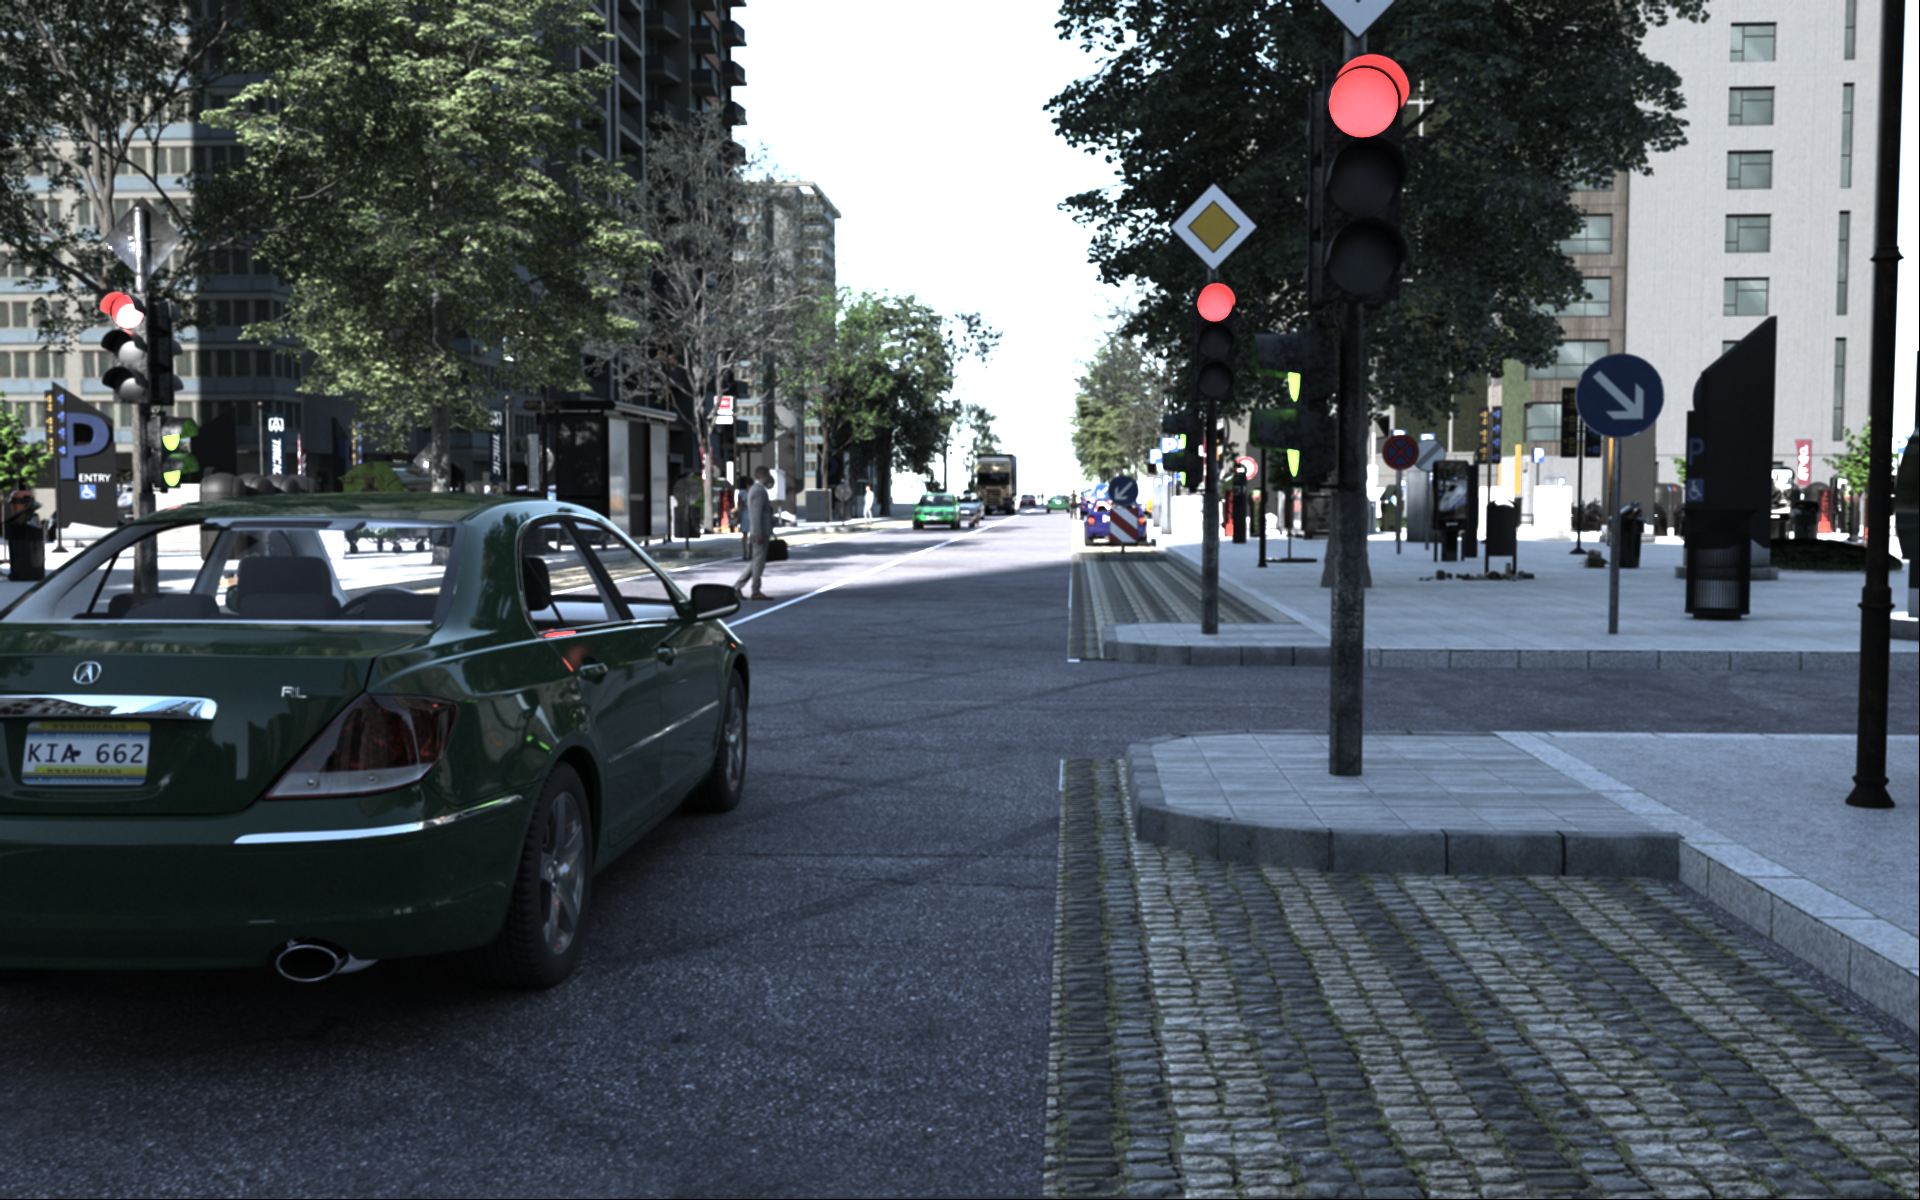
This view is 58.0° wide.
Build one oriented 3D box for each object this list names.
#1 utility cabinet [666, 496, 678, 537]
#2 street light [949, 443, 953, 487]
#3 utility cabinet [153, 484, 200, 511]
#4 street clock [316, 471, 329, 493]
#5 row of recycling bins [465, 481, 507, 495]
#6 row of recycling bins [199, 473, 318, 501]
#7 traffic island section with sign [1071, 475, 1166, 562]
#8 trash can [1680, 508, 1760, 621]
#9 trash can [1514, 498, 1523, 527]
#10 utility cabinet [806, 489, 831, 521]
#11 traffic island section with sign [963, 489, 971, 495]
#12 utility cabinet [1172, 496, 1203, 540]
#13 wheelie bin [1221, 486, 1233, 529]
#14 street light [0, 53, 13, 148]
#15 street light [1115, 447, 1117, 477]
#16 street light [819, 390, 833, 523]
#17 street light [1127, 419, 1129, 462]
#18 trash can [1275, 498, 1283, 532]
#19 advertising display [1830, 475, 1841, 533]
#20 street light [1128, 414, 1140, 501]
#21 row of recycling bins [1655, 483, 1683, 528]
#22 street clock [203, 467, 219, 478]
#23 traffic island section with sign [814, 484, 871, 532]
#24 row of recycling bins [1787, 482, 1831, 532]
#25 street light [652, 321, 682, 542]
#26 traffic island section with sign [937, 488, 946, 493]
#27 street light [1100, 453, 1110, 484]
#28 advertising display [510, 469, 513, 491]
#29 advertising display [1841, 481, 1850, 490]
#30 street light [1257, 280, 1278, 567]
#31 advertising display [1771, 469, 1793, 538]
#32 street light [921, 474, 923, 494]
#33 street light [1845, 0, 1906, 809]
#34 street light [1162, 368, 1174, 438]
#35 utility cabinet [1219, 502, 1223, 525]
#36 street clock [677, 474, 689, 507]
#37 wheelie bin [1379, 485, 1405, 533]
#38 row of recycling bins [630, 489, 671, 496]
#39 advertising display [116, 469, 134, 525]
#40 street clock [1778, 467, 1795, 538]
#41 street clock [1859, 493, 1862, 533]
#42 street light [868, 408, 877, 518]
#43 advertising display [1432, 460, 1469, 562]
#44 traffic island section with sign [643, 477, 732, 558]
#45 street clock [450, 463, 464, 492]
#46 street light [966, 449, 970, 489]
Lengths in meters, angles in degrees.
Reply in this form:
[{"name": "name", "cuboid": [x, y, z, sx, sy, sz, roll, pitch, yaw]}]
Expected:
[{"name": "utility cabinet", "cuboid": [-8.975, -2.517, 52.318, 0.306, 1.237, 1.020, 2, 4, 35]}, {"name": "street light", "cuboid": [-0.781, -11.024, 153.029, 0.468, 5.910, 1.993, 0, 4, 4]}, {"name": "utility cabinet", "cuboid": [-17.081, -1.792, 37.984, 1.173, 1.500, 0.318, -2, 4, -28]}, {"name": "street clock", "cuboid": [-19.953, -3.039, 54.265, 0.358, 2.002, 0.471, -3, 5, -40]}, {"name": "row of recycling bins", "cuboid": [-15.492, -2.928, 54.982, 3.534, 1.692, 1.069, 3, 4, 38]}, {"name": "row of recycling bins", "cuboid": [-14.086, -1.709, 35.062, 1.069, 1.692, 3.534, 1, 4, 9]}, {"name": "traffic island section with sign", "cuboid": [3.407, -1.764, 37.464, 1.989, 1.847, 2.006, 0, 4, 4]}, {"name": "trash can", "cuboid": [7.776, -0.373, 17.756, 0.748, 1.137, 0.748, 0, 3, 0]}, {"name": "trash can", "cuboid": [21.379, -3.381, 66.937, 0.748, 1.137, 0.748, 0, 3, 0]}, {"name": "utility cabinet", "cuboid": [-6.647, -4.444, 81.341, 1.173, 1.500, 0.318, 0, 4, 6]}, {"name": "traffic island section with sign", "cuboid": [0.597, -8.204, 142.761, 1.989, 1.847, 2.006, 0, 4, 4]}, {"name": "utility cabinet", "cuboid": [6.534, -2.315, 49.009, 1.020, 1.237, 0.306, 1, 4, 21]}, {"name": "wheelie bin", "cuboid": [10.078, -3.430, 63.981, 0.980, 1.594, 0.693, 3, 5, 44]}, {"name": "street light", "cuboid": [-9.836, -2.693, 16.819, 0.468, 5.910, 1.993, 0, 4, 4]}, {"name": "street light", "cuboid": [12.413, -10.046, 137.037, 0.468, 5.910, 1.993, 0, 4, 4]}, {"name": "street light", "cuboid": [-5.851, -6.316, 76.046, 0.468, 5.910, 1.993, 0, 4, 4]}, {"name": "street light", "cuboid": [10.386, -8.196, 106.793, 0.468, 5.910, 1.993, 0, 4, 4]}, {"name": "trash can", "cuboid": [11.161, -2.917, 59.351, 0.748, 1.137, 0.748, 0, 3, 0]}, {"name": "advertising display", "cuboid": [29.065, -3.200, 57.535, 0.123, 1.923, 0.974, 2, 4, 24]}, {"name": "street light", "cuboid": [9.192, -7.187, 90.295, 0.468, 5.910, 1.993, 0, 4, 4]}, {"name": "row of recycling bins", "cuboid": [26.557, -3.570, 65.484, 1.069, 1.692, 3.534, 2, 4, 33]}, {"name": "street clock", "cuboid": [-20.135, -2.573, 46.642, 0.358, 2.002, 0.471, 0, 4, 2]}, {"name": "traffic island section with sign", "cuboid": [-4.467, -3.529, 66.324, 1.989, 1.847, 2.006, 0, 4, 4]}, {"name": "row of recycling bins", "cuboid": [27.898, -3.194, 59.340, 3.534, 1.692, 1.069, 1, 4, 20]}, {"name": "street light", "cuboid": [-7.819, -4.501, 46.385, 0.468, 5.910, 1.993, 0, 4, 4]}, {"name": "traffic island section with sign", "cuboid": [-1.200, -6.556, 115.819, 1.989, 1.847, 2.006, 0, 4, 4]}, {"name": "street light", "cuboid": [15.926, -13.287, 190.036, 0.468, 5.910, 1.993, 0, 4, 4]}, {"name": "advertising display", "cuboid": [-11.739, -2.451, 45.286, 0.123, 1.923, 0.974, -1, 4, -15]}, {"name": "advertising display", "cuboid": [32.437, -3.573, 63.626, 0.974, 1.923, 0.123, 0, 4, -5]}, {"name": "street light", "cuboid": [5.323, -3.518, 30.307, 0.468, 5.910, 1.993, 0, 4, 4]}, {"name": "advertising display", "cuboid": [20.607, -2.372, 43.998, 0.974, 1.923, 0.123, 1, 4, 12]}, {"name": "street light", "cuboid": [-2.703, -9.215, 123.456, 0.468, 5.910, 1.993, 0, 4, 4]}, {"name": "street light", "cuboid": [3.754, -2.090, 6.966, 0.468, 5.910, 1.993, 0, 4, 4]}, {"name": "street light", "cuboid": [7.215, -5.327, 59.882, 0.468, 5.910, 1.993, 0, 4, 4]}, {"name": "utility cabinet", "cuboid": [10.800, -3.752, 70.024, 1.173, 1.500, 0.318, 3, 4, 37]}, {"name": "street clock", "cuboid": [-9.923, -3.527, 62.233, 0.471, 2.002, 0.358, -1, 4, -10]}, {"name": "wheelie bin", "cuboid": [14.461, -3.062, 57.974, 0.693, 1.594, 0.980, -1, 4, -17]}, {"name": "row of recycling bins", "cuboid": [-11.074, -3.292, 60.938, 1.069, 1.692, 3.534, 1, 4, 9]}, {"name": "advertising display", "cuboid": [-21.710, -2.452, 45.309, 0.123, 1.923, 0.974, 2, 4, 32]}, {"name": "street clock", "cuboid": [21.987, -2.549, 46.244, 0.471, 2.002, 0.358, 1, 4, 12]}, {"name": "street clock", "cuboid": [29.689, -3.228, 57.342, 0.358, 2.002, 0.471, -2, 4, -24]}, {"name": "street light", "cuboid": [-4.763, -7.365, 93.208, 0.468, 5.910, 1.993, 0, 4, 4]}, {"name": "advertising display", "cuboid": [9.338, -1.699, 32.995, 0.974, 1.923, 0.123, -3, 4, -38]}, {"name": "traffic island section with sign", "cuboid": [-6.257, -1.878, 39.339, 1.989, 1.847, 2.006, 0, 4, 4]}, {"name": "street clock", "cuboid": [-11.664, -2.163, 39.930, 0.471, 2.002, 0.358, 2, 4, 34]}, {"name": "street light", "cuboid": [0.771, -12.439, 176.169, 0.468, 5.910, 1.993, 0, 4, 4]}]
